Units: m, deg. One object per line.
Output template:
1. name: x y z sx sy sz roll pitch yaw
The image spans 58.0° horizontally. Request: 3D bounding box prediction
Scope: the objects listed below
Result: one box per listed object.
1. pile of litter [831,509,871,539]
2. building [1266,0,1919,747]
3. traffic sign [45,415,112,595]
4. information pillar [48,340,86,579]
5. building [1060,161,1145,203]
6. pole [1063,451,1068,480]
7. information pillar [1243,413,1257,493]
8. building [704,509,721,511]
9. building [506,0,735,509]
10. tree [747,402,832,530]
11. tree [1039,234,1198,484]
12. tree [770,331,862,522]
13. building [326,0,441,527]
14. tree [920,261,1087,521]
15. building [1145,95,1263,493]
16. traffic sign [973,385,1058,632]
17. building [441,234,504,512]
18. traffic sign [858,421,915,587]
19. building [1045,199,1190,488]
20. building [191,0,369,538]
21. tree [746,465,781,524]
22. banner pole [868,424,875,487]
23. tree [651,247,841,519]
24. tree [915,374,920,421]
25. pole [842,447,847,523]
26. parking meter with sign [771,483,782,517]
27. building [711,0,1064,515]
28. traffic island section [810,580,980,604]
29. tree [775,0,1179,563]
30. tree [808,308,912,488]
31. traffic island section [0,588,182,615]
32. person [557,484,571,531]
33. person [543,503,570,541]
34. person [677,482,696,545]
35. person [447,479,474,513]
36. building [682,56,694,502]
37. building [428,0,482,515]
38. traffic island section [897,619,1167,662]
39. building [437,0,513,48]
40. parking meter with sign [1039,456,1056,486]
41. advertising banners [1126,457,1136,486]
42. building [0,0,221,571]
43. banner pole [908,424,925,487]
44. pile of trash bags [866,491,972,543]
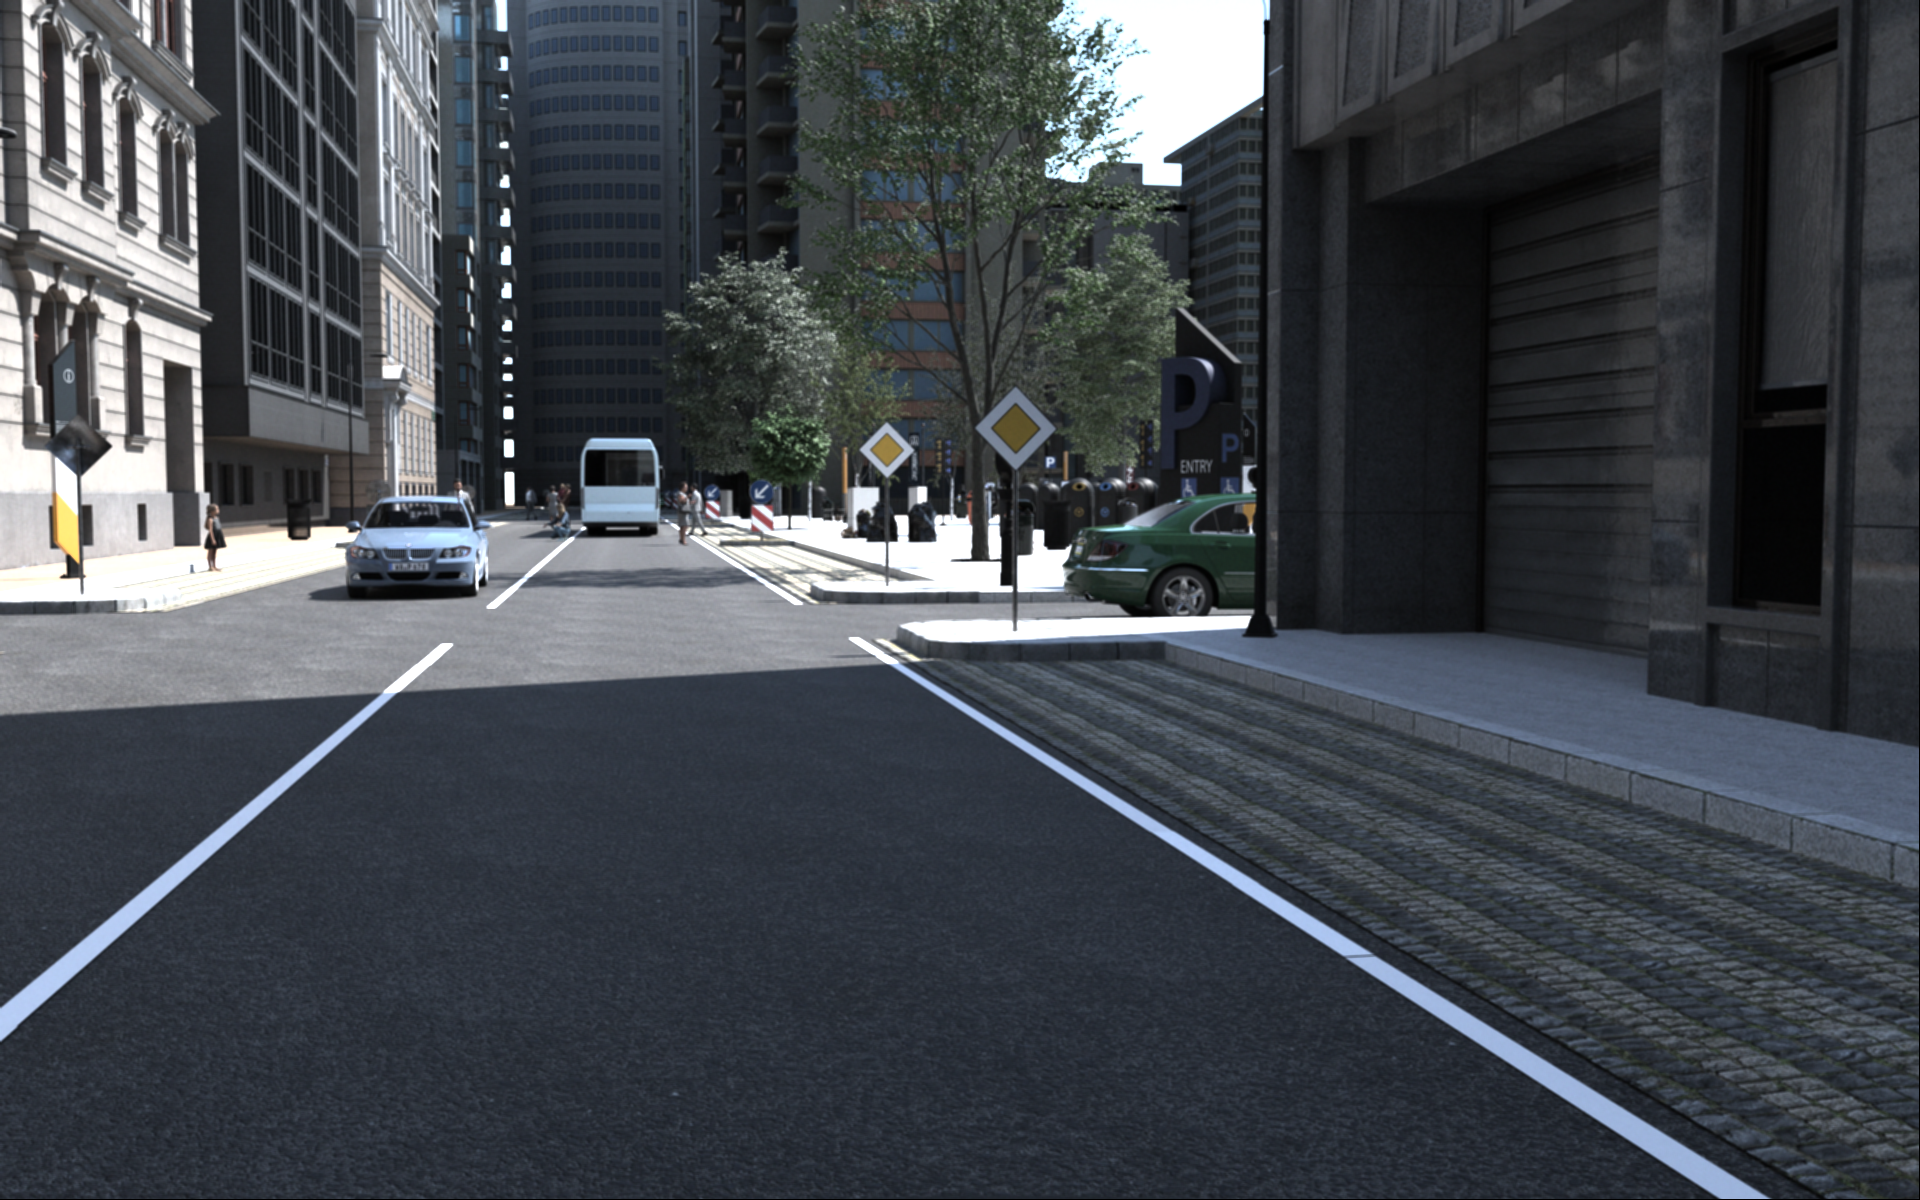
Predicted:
1. pile of litter: -2.956 -2.217 50.216 1.719 0.858 1.176 -1 4 -20
2. building: 10.706 -11.581 7.373 12.078 24.808 19.932 -1 4 -11
3. traffic sign: -11.170 -1.122 21.983 0.795 2.450 0.064 -1 4 -11
4. information pillar: -13.539 -2.132 26.213 0.183 3.616 0.504 1 4 13
5. building: 18.760 -31.403 205.321 23.993 40.220 32.217 -1 4 -11
6. pole: 5.023 -5.415 82.375 0.158 3.312 0.155 0 3 0
7. information pillar: 8.391 -3.601 50.235 0.183 3.616 0.504 -3 4 -36
8. building: -12.080 -36.939 145.946 21.231 58.520 28.212 -1 4 -11
9. building: -34.544 -39.602 189.484 28.212 58.520 21.231 -1 4 -11
10. tree: -6.108 -4.766 61.637 4.285 4.588 4.351 0 3 0
11. tree: 7.259 -9.626 75.511 7.486 12.596 7.792 0 3 0
12. tree: -6.688 -7.898 79.503 4.360 8.622 3.978 0 3 0
13. building: -30.583 -17.739 75.940 13.634 28.700 20.117 -1 4 -11
14. tree: 1.720 -6.447 55.774 4.360 8.622 3.978 0 3 0
15. building: 34.432 -29.126 168.098 23.993 40.220 32.217 -1 4 -11
16. traffic sign: 0.510 -0.761 16.086 0.795 2.450 0.064 -1 4 -11
17. building: -48.985 -17.267 127.347 27.650 21.520 28.899 -1 4 -11
18. traffic sign: -1.011 -1.241 23.926 0.795 2.450 0.064 -1 4 -11
19. building: 14.072 -24.564 173.329 14.107 30.474 14.160 -1 4 -11
20. building: -27.700 -15.938 54.092 14.314 27.812 24.014 -1 4 -11
21. tree: -8.379 -4.879 74.379 1.663 3.219 1.824 0 3 0
22. banner pole: -3.152 -4.391 61.816 0.401 3.779 0.863 -1 4 -20
23. tree: -10.588 -11.138 88.758 9.857 13.997 8.962 0 3 0
24. tree: -0.284 -8.041 81.830 4.360 8.622 3.978 0 3 0
25. pole: -5.033 -5.006 75.684 0.158 3.312 0.155 0 3 0
26. parking meter with sign: -10.389 -6.231 98.144 0.543 3.016 1.738 0 4 3
27. building: -5.474 -28.375 118.554 22.147 44.769 28.867 -1 4 -11
28. traffic island section: -0.989 -0.106 24.007 2.009 0.180 2.903 -1 4 -11
29. tree: 0.382 -6.545 32.763 9.928 11.665 9.643 0 3 0
30. tree: -3.972 -7.201 68.092 4.737 8.622 4.395 0 3 0
31. traffic island section: -11.192 0.015 22.041 2.009 0.180 2.903 -1 4 -11
32. person: -15.389 -3.608 67.463 0.580 1.828 0.573 1 4 10
33. person: -12.257 -2.383 52.955 0.738 1.151 1.012 -2 4 -29
34. person: -7.708 -2.436 48.689 0.532 1.782 0.716 0 4 3
35. person: -11.813 -1.959 40.802 0.678 1.792 0.850 -1 4 -19
36. building: -19.503 -29.557 166.848 14.154 41.232 14.086 -1 4 -11
37. building: -39.693 -40.602 102.098 20.563 71.187 20.611 -1 4 -11
38. traffic island section: 0.531 0.374 16.168 2.009 0.180 2.903 -1 4 -11
39. building: -55.646 -32.721 154.600 30.456 49.044 23.786 -1 4 -11
40. parking meter with sign: 4.018 -5.184 81.020 0.543 3.016 1.738 -1 4 -11
41. advertising banners: 7.334 -5.263 82.239 2.074 3.025 0.090 1 4 13
42. building: -22.812 -14.874 30.586 14.401 28.519 23.554 -1 4 -11
43. banner pole: -1.501 -4.389 61.776 0.863 3.779 0.401 3 4 36
44. pile of trash bags: -0.897 -2.247 46.485 3.447 1.369 1.912 1 4 15
